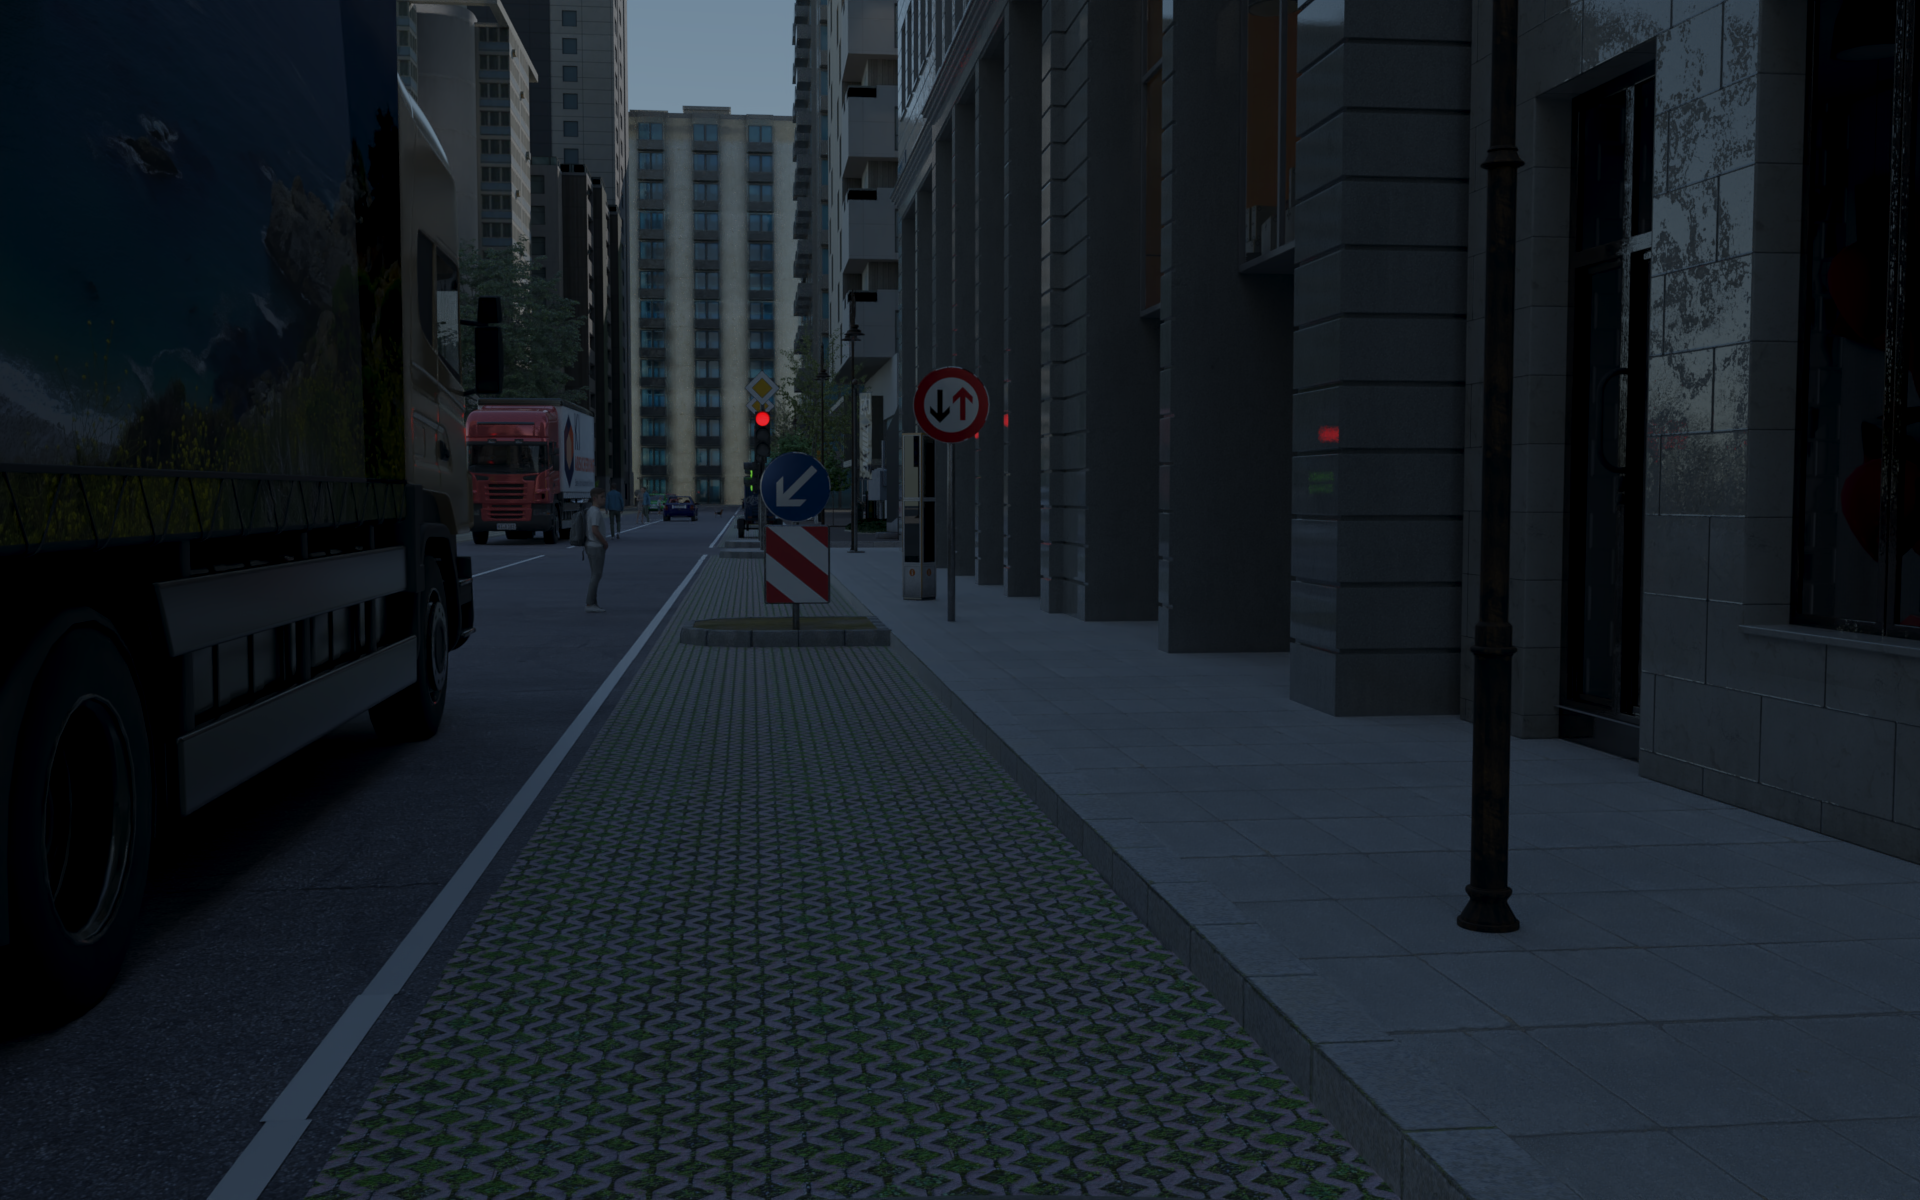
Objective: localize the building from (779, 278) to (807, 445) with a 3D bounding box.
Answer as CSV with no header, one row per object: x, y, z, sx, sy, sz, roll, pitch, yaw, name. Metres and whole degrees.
-7.653,-53.122,181.213,22.319,86.520,31.000,0,4,-7,building

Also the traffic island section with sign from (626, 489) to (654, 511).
-27.450,-8.524,147.989,1.989,1.847,2.006,0,4,-7,traffic island section with sign

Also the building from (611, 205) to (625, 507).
-39.749,-24.061,165.097,14.160,30.474,14.107,0,4,-7,building

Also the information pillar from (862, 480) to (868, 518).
-4.380,-4.671,80.865,0.304,2.012,0.304,1,4,21,information pillar

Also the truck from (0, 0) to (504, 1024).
-3.802,-1.082,6.608,2.839,4.237,11.283,0,4,-7,truck

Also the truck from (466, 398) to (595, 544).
-13.055,-3.917,52.949,2.839,4.237,11.283,0,4,-5,truck

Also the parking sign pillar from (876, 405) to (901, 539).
-1.710,-3.751,49.794,1.447,3.967,1.447,-1,4,-21,parking sign pillar

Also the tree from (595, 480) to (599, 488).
-27.541,-8.221,129.009,1.663,3.219,1.824,0,3,0,tree

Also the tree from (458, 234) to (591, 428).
-22.865,-10.867,84.323,9.857,13.997,8.962,0,3,0,tree

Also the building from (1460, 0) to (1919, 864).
9.005,-8.977,1.522,10.420,20.320,16.860,0,4,-7,building

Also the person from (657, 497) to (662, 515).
-20.145,-6.294,116.088,0.352,1.250,0.332,0,4,6,person

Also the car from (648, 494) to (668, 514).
-21.884,-7.097,124.825,1.959,1.807,4.718,0,4,-5,car

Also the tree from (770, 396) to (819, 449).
-12.373,-10.783,126.668,4.360,8.622,3.978,0,3,0,tree

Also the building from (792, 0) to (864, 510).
-3.240,-32.515,151.228,23.786,49.044,30.456,0,4,-7,building

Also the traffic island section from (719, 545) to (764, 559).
-4.480,-1.063,39.661,2.009,0.180,2.903,0,4,-7,traffic island section

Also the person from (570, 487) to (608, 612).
-4.444,-0.609,21.048,0.503,1.515,0.523,2,4,34,person

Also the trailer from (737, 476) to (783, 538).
-6.626,-3.065,57.160,1.471,1.999,3.904,0,4,-8,trailer

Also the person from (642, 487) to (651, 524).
-15.067,-4.553,83.286,0.444,1.785,0.601,-2,4,-23,person

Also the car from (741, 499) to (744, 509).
-20.249,-9.497,167.855,1.945,1.354,3.894,0,4,-7,car

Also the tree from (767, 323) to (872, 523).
-6.059,-7.662,75.636,4.737,8.622,4.395,0,3,0,tree

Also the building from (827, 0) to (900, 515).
6.057,-31.493,104.153,28.713,52.752,27.495,0,4,-7,building

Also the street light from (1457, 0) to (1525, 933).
1.569,-1.968,4.965,0.468,5.910,1.993,0,4,-7,street light

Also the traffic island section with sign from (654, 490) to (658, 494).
-30.689,-10.160,174.750,1.989,1.847,2.006,0,4,-7,traffic island section with sign

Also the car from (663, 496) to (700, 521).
-14.849,-4.863,92.091,1.945,1.354,3.894,0,4,-7,car

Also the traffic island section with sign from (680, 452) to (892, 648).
-1.738,-0.514,17.032,1.989,1.847,2.006,0,4,-7,traffic island section with sign

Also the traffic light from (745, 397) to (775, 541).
-5.481,-3.581,47.469,0.839,4.253,0.868,0,4,-7,traffic light

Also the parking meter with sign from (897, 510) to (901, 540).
-0.896,-3.175,48.175,1.738,3.016,0.543,1,4,21,parking meter with sign

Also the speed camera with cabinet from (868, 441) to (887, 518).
-2.627,-4.305,64.724,0.660,3.252,2.038,2,4,32,speed camera with cabinet

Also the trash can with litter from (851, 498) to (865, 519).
-4.121,-3.825,73.919,1.055,1.170,0.624,2,4,25,trash can with litter

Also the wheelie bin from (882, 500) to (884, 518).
-3.272,-4.394,79.754,0.980,1.594,0.693,1,4,19,wheelie bin

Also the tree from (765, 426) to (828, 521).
-7.731,-6.102,83.482,4.285,4.588,4.351,0,3,0,tree

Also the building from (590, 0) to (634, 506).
-45.873,-45.514,182.401,20.611,71.187,20.563,0,4,-7,building

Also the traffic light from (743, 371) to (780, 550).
-4.521,-3.096,39.542,0.839,4.253,0.868,0,4,-7,traffic light

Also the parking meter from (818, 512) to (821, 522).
-6.511,-4.361,79.714,0.372,1.533,0.369,0,3,0,parking meter

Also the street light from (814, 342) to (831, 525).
-4.198,-4.901,52.924,0.468,5.910,1.993,0,4,-7,street light

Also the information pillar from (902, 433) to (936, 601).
-0.490,-1.007,20.953,0.304,2.012,0.304,3,4,36,information pillar

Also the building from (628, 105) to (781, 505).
-31.485,-36.514,216.612,30.456,49.044,23.786,0,4,-7,building

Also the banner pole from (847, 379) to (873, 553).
-2.140,-2.912,37.631,0.401,3.779,0.863,-3,4,-37,banner pole

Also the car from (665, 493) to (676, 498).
-24.698,-8.415,146.620,2.155,1.783,4.494,-1,4,-9,car

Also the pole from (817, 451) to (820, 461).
-6.616,-5.342,81.185,0.158,3.312,0.155,0,3,0,pole

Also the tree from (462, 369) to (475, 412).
-29.088,-9.102,99.173,4.360,8.622,3.978,0,3,0,tree

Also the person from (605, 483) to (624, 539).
-10.904,-2.803,54.666,0.601,1.785,0.444,-1,4,-18,person

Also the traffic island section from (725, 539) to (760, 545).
-5.440,-1.548,47.588,2.009,0.180,2.903,0,4,-7,traffic island section

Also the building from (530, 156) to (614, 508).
-38.259,-23.168,150.495,14.160,30.474,14.107,0,4,-7,building

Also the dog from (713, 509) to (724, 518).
-14.771,-5.298,105.903,0.406,0.507,0.540,2,4,35,dog

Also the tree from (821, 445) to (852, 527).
-5.064,-4.475,67.765,1.663,3.219,1.824,0,3,0,tree

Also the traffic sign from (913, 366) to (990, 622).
-0.085,-1.056,17.373,0.768,2.556,0.104,0,4,2,traffic sign

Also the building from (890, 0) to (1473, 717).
5.732,-15.095,24.297,11.434,29.767,29.804,0,4,-7,building

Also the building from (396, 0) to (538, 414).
-45.511,-26.806,130.160,32.217,40.220,23.993,0,4,-7,building

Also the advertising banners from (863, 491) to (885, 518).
-2.765,-4.374,67.708,2.074,3.025,0.090,-1,4,-13,advertising banners

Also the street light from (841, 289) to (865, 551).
-2.419,-4.062,39.194,0.468,5.910,1.993,0,4,-7,street light

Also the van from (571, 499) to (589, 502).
-21.123,-5.317,93.946,2.013,2.044,4.112,0,4,-8,van

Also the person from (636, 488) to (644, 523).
-15.550,-4.633,84.592,0.599,1.781,0.374,-2,4,-28,person

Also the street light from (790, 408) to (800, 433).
-8.290,-7.003,87.285,0.468,5.910,1.993,0,4,-7,street light
